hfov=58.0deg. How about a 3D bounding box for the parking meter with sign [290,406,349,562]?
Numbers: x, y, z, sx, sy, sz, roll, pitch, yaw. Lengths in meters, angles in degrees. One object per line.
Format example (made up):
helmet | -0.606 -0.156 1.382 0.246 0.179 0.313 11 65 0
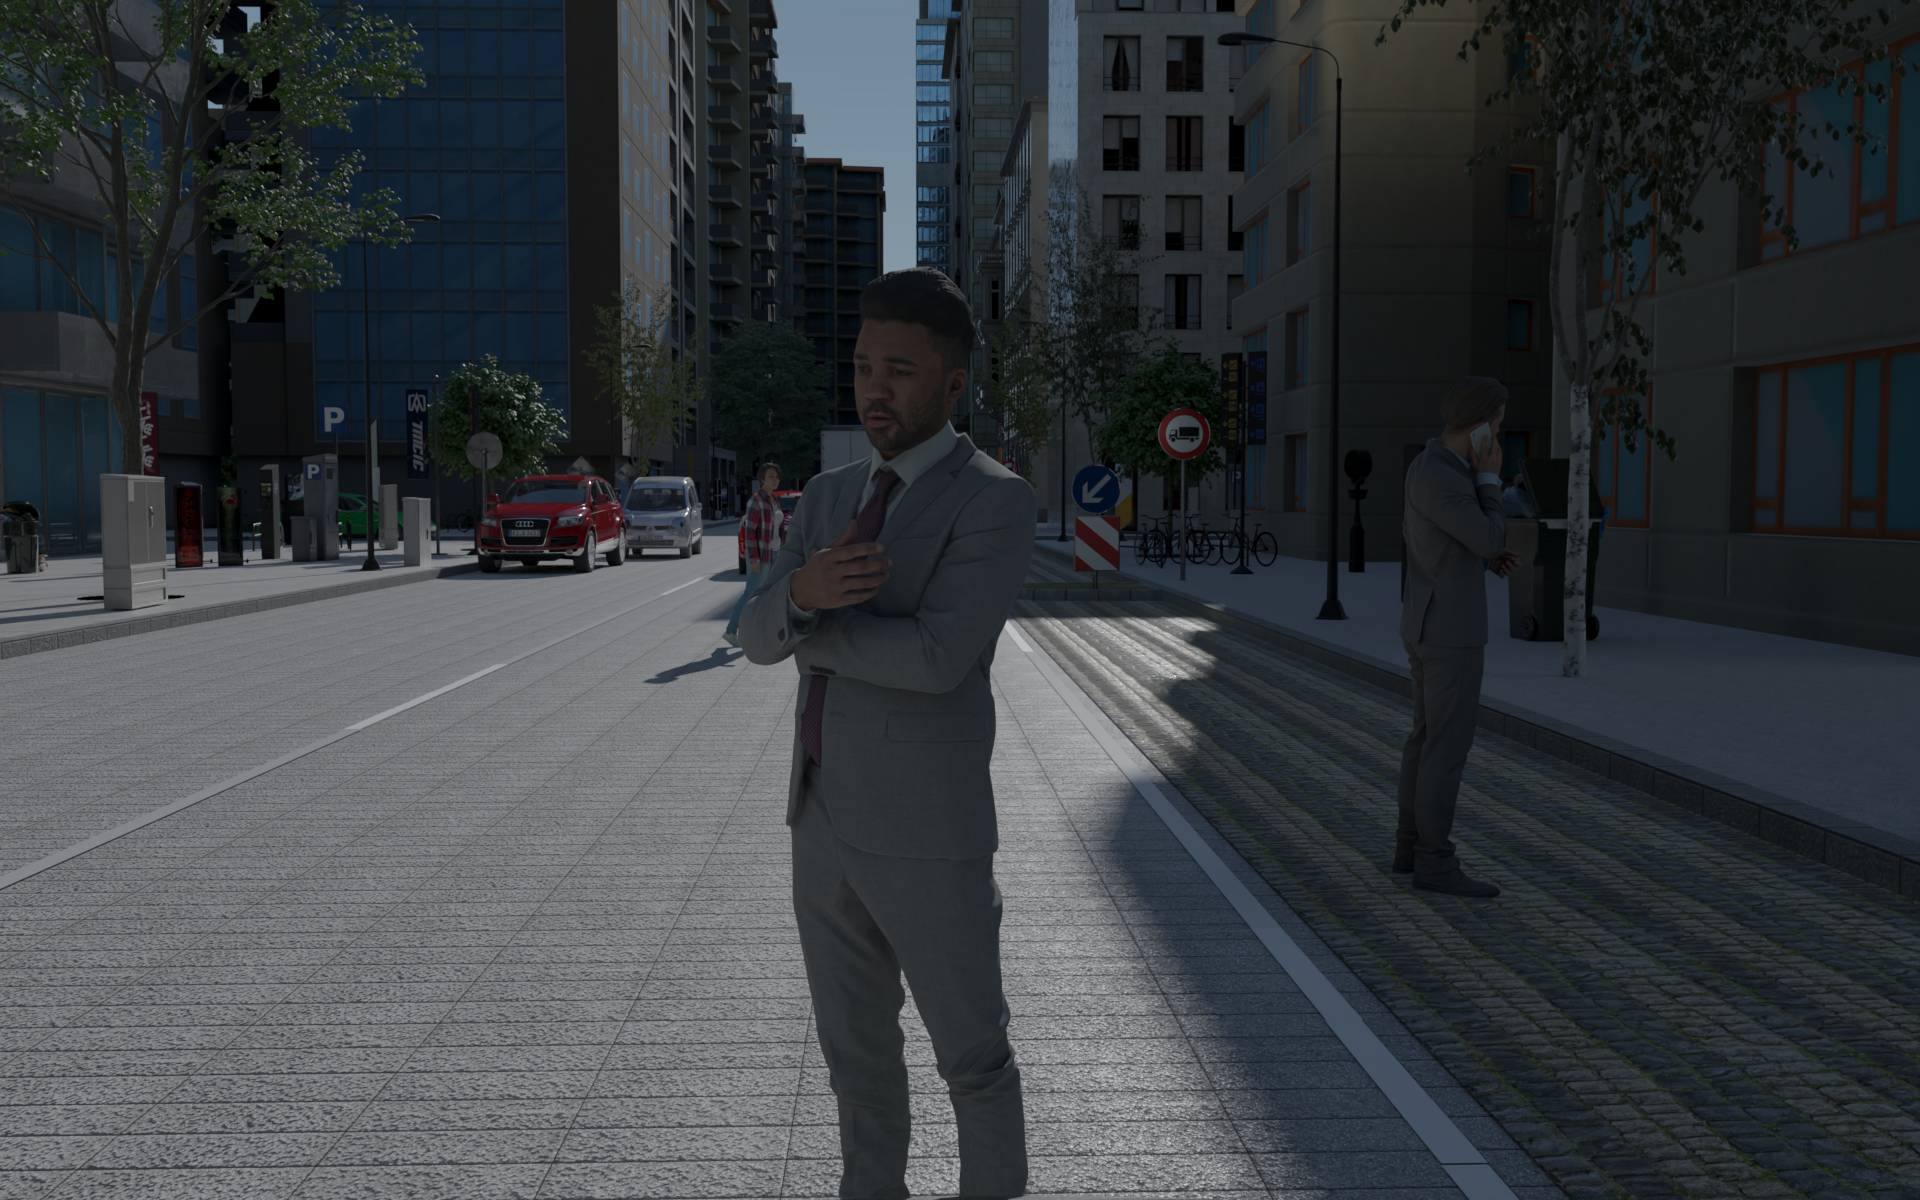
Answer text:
parking meter with sign | -12.349 -2.270 33.371 0.543 3.016 1.738 0 4 2

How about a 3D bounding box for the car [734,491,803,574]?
car | -3.175 -1.434 32.484 2.155 1.783 4.494 0 4 -4

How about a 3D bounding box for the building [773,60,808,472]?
building | -32.407 -34.958 191.176 30.456 49.044 23.786 0 4 -2

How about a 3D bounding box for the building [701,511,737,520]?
building | -23.184 -40.164 94.936 20.563 71.187 20.611 0 4 -2

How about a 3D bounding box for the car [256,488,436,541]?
car | -17.057 -2.415 48.285 4.718 1.807 1.959 0 4 -2

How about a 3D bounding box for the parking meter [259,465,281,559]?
parking meter | -13.607 -1.739 34.148 0.255 1.863 0.399 0 4 -1

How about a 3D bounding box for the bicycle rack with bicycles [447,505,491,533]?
bicycle rack with bicycles | -15.872 -2.728 57.981 2.925 0.926 2.852 2 4 29

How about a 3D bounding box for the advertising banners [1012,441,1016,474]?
advertising banners | 1.962 -3.714 56.909 0.090 3.025 2.074 -1 4 -12

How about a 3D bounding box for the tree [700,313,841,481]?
tree | -13.592 -13.216 122.738 9.857 13.997 8.962 0 3 0

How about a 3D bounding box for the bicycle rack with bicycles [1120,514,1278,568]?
bicycle rack with bicycles | 3.971 -1.091 31.214 2.852 0.926 2.925 -2 4 -23

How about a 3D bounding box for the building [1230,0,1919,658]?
building | 20.834 -11.132 27.045 27.650 21.520 28.899 0 4 -2

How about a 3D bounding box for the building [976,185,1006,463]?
building | 8.347 -17.942 112.438 14.460 24.649 34.723 0 4 -2

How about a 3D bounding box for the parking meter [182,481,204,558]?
parking meter | -15.390 -1.610 34.734 0.372 1.533 0.369 0 3 0

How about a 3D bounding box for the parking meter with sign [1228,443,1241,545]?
parking meter with sign | 7.023 -2.887 43.463 0.543 3.016 1.738 1 4 18

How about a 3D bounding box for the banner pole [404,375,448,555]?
banner pole | -11.216 -2.835 36.362 0.863 3.779 0.401 -3 4 -36

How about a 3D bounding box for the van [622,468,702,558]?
van | -6.904 -2.011 39.894 2.013 2.044 4.112 0 4 -4

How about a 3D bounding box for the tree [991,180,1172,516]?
tree | 3.063 -5.500 40.284 4.360 8.622 3.978 0 3 0

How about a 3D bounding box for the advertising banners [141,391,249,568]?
advertising banners | -13.454 -2.081 30.211 0.090 3.025 2.074 3 5 40

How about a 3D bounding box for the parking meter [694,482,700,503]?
parking meter | -12.716 -4.780 83.866 0.255 1.863 0.399 0 4 -3

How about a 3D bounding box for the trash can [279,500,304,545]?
trash can | -16.813 -1.962 43.735 0.748 1.137 0.748 0 3 0

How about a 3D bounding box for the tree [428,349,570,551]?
tree | -10.618 -3.406 39.405 4.285 4.588 4.351 0 3 0

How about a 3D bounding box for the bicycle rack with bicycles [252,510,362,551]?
bicycle rack with bicycles | -15.138 -1.630 40.032 2.852 0.926 2.925 -1 4 -16

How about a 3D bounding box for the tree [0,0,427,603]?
tree | -9.943 -5.805 20.661 9.928 11.665 9.643 0 3 0

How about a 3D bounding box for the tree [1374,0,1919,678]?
tree | 4.546 -3.760 11.845 4.360 8.622 3.978 0 3 0

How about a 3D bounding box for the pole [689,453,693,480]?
pole | -13.265 -5.605 85.482 0.158 3.312 0.155 0 3 0

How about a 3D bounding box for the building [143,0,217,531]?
building | -34.487 -25.065 59.929 14.200 45.320 14.600 0 4 -2

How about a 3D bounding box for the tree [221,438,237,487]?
tree | -36.563 -6.223 85.454 4.285 4.588 4.351 0 3 0

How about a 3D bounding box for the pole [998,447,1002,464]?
pole | 1.767 -5.013 75.811 0.158 3.312 0.155 0 3 0

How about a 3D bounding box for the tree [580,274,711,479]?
tree | -10.771 -6.647 59.034 4.737 8.622 4.395 0 3 0

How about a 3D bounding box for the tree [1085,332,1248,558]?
tree | 4.356 -3.154 35.288 4.285 4.588 4.351 0 3 0

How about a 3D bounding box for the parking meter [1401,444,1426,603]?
parking meter | 5.423 -0.902 20.455 0.399 1.863 0.255 -3 5 -44

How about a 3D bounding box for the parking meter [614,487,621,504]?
parking meter | -12.002 -3.181 60.425 0.372 1.533 0.369 0 3 0

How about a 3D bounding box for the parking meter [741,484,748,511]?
parking meter | -12.078 -5.581 96.959 0.255 1.863 0.399 -3 4 -38

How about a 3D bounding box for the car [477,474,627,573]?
car | -7.749 -1.503 33.240 2.281 1.827 5.304 0 4 -1

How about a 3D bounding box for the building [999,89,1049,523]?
building | 7.358 -14.436 85.175 9.793 20.994 18.267 0 4 -2

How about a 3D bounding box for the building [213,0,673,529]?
building | -19.433 -25.598 68.640 14.600 45.320 14.200 0 4 -2

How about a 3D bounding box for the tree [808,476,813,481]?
tree | -15.879 -11.707 186.015 1.663 3.219 1.824 0 3 0

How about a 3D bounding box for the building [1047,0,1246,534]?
building | 11.921 -12.573 60.314 16.860 20.320 10.420 0 4 -2

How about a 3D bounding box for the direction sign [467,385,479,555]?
direction sign | -10.182 -2.712 36.334 0.379 3.537 0.876 -2 4 -27

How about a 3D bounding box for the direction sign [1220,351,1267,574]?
direction sign | 4.529 -2.185 27.723 0.379 3.537 0.876 -3 5 -44

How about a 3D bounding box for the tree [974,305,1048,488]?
tree | 2.685 -7.205 68.162 4.737 8.622 4.395 0 3 0

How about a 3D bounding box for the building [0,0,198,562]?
building | -32.135 -25.162 31.012 30.456 49.044 23.786 0 4 -2

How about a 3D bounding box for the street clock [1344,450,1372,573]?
street clock | 6.495 -1.452 28.305 0.358 2.002 0.471 -1 4 -23
